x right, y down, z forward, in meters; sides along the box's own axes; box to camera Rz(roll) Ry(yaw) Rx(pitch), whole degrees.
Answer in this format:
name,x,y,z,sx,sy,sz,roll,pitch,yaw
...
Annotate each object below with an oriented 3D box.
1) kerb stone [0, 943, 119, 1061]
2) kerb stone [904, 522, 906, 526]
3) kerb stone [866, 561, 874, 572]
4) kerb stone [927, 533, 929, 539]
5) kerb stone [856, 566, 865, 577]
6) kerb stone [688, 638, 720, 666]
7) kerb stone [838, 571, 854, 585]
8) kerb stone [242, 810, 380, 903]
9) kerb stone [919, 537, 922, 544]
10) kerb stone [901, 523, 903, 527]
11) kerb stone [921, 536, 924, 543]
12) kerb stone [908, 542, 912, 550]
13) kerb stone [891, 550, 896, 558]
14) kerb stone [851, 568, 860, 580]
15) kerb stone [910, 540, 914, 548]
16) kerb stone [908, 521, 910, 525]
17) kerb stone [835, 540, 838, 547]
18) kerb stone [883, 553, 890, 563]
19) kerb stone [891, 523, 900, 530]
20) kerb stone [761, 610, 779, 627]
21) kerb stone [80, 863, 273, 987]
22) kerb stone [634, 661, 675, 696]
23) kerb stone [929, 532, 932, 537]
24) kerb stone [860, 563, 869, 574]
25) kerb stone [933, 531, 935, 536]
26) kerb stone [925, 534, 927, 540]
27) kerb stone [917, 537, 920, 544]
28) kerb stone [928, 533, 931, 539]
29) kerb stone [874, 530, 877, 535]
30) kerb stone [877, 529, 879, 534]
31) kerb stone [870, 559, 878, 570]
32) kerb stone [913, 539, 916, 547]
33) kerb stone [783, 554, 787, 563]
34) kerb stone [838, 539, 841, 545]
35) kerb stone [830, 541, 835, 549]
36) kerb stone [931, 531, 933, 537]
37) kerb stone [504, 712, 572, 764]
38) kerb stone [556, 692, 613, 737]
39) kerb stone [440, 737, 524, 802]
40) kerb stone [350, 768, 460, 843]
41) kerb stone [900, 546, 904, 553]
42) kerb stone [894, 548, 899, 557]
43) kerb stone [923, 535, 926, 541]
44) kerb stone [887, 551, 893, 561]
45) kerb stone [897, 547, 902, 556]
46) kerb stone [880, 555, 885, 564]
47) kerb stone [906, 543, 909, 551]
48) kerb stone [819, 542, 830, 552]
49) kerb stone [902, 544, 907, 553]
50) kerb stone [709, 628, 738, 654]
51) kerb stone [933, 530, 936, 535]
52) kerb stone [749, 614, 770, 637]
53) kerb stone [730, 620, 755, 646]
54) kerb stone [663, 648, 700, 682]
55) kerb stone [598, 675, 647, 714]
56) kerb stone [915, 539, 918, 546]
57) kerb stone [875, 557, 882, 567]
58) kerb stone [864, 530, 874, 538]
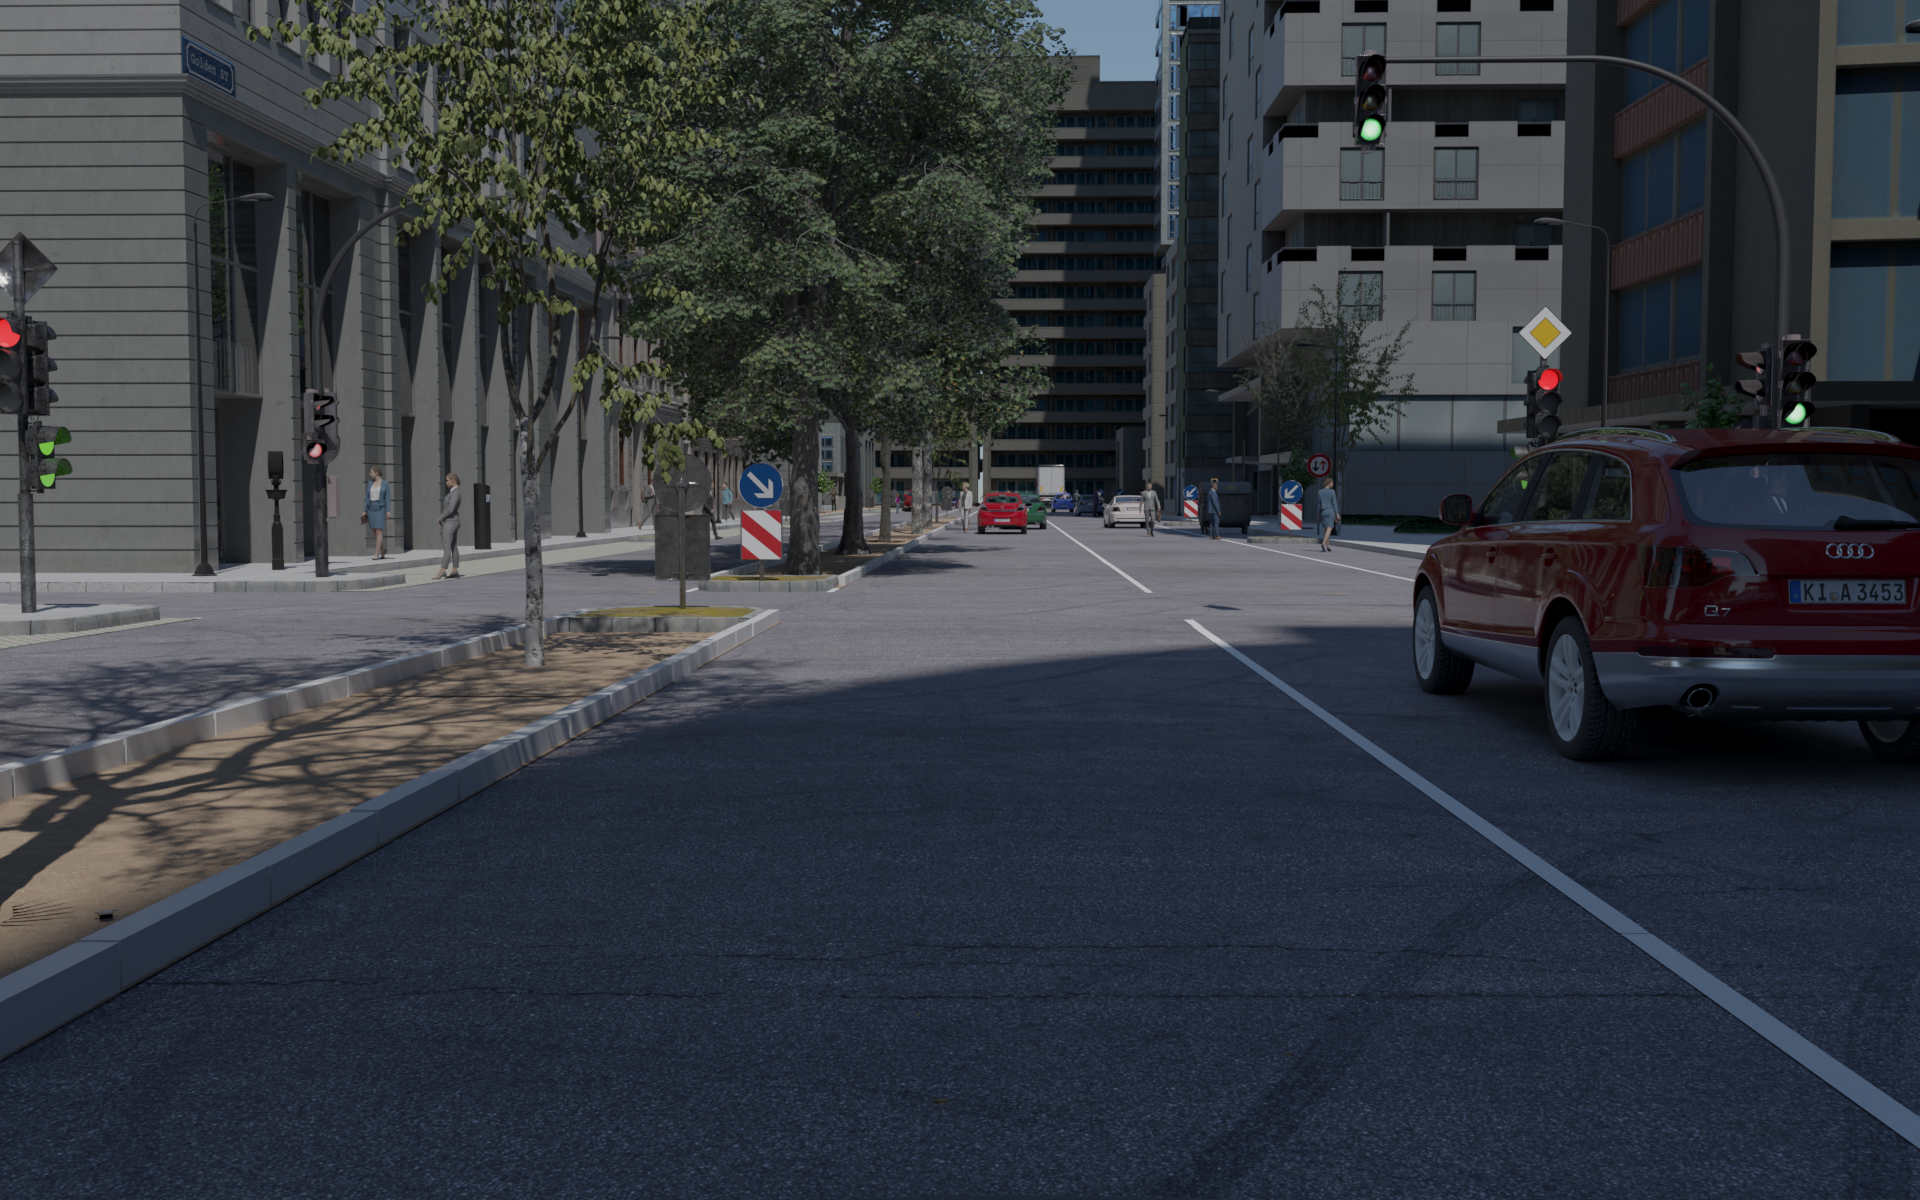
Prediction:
name,x,y,z,sx,sy,sz,roll,pitch,yaw
kerb stone,-2.480,1.085,4.461,0.120,0.150,1.000,0,4,2
kerb stone,-2.573,-3.273,75.713,0.120,0.150,1.000,0,4,2
kerb stone,-1.716,-0.570,31.631,0.120,0.150,1.000,0,4,2
kerb stone,-1.110,-1.888,53.164,0.120,0.150,1.000,0,4,2
kerb stone,-1.773,-0.444,29.582,0.120,0.150,1.000,0,4,2
kerb stone,-2.204,0.458,14.703,0.120,0.150,1.000,0,4,2
kerb stone,-1.836,-0.326,27.528,0.120,0.150,1.000,0,4,2
kerb stone,-2.433,0.964,6.506,0.120,0.150,1.000,0,4,2
kerb stone,-1.226,-1.643,49.065,0.120,0.150,1.000,0,4,2
kerb stone,-2.628,-3.148,73.670,0.120,0.150,1.000,0,4,2
kerb stone,-1.189,-1.706,50.090,0.120,0.150,1.000,0,4,2
kerb stone,-1.367,-1.329,43.933,0.120,0.150,1.000,0,4,2
kerb stone,-1.546,-0.953,37.785,0.120,0.150,1.000,0,4,2
kerb stone,-1.801,-0.389,28.550,0.120,0.150,1.000,0,4,2
kerb stone,-1.345,-1.392,44.960,0.120,0.150,1.000,0,4,2
kerb stone,-2.491,-3.462,78.800,0.120,0.150,1.000,0,4,2
kerb stone,-3.417,-1.458,46.038,0.120,0.150,1.000,0,4,2
kerb stone,-1.599,-0.819,35.742,0.120,0.150,1.000,0,4,2
kerb stone,-2.689,-3.023,71.626,0.120,0.150,1.000,0,4,2
kerb stone,-2.088,0.212,18.814,0.120,0.150,1.000,0,4,2
kerb stone,-2.459,1.022,5.484,0.120,0.150,1.000,0,4,2
kerb stone,-2.256,0.587,12.652,0.120,0.150,1.000,0,4,2
kerb stone,-1.052,-2.020,55.217,0.120,0.150,1.000,0,4,2
kerb stone,-1.752,-0.515,30.609,0.120,0.150,1.000,0,4,2
kerb stone,-0.996,-2.146,57.281,0.120,0.150,1.000,0,4,2
kerb stone,-1.138,-1.829,52.142,0.120,0.150,1.000,0,4,2
kerb stone,-1.256,-1.580,48.031,0.120,0.150,1.000,0,4,2
kerb stone,-1.084,-1.957,54.189,0.120,0.150,1.000,0,4,2
kerb stone,-3.039,-2.272,59.336,0.120,0.150,1.000,0,4,2
kerb stone,-3.013,-2.329,60.359,0.120,0.150,1.000,0,4,2
kerb stone,-1.690,-0.640,32.657,0.120,0.150,1.000,0,4,2
kerb stone,-1.311,-1.453,45.982,0.120,0.150,1.000,0,4,2
kerb stone,-3.705,-0.831,35.800,0.120,0.150,1.000,0,4,2
kerb stone,-3.377,-1.521,47.059,0.120,0.150,1.000,0,4,2
kerb stone,-3.438,-1.393,45.016,0.120,0.150,1.000,0,4,2
kerb stone,-1.027,-2.082,56.249,0.120,0.150,1.000,0,4,2
kerb stone,-2.346,0.774,9.584,0.120,0.150,1.000,0,4,2
kerb stone,-2.316,0.709,10.608,0.120,0.150,1.000,0,4,2
kerb stone,-2.368,0.834,8.559,0.120,0.150,1.000,0,4,2
kerb stone,-2.406,0.896,7.538,0.120,0.150,1.000,0,4,2
kerb stone,-1.463,-1.134,40.863,0.120,0.150,1.000,0,4,2
kerb stone,-1.525,-1.016,38.807,0.120,0.150,1.000,0,4,2
kerb stone,-1.169,-1.769,51.112,0.120,0.150,1.000,0,4,2
kerb stone,-1.577,-0.889,36.763,0.120,0.150,1.000,0,4,2
kerb stone,-1.482,-1.079,39.831,0.120,0.150,1.000,0,4,2
kerb stone,-1.640,-0.760,34.720,0.120,0.150,1.000,0,4,2
kerb stone,-1.403,-1.267,42.912,0.120,0.150,1.000,0,4,2
kerb stone,-3.472,-1.333,43.994,0.120,0.150,1.000,0,4,2
kerb stone,-1.433,-1.204,41.885,0.120,0.150,1.000,0,4,2
kerb stone,-2.176,0.395,15.736,0.120,0.150,1.000,0,4,2
kerb stone,-0.971,-2.208,58.303,0.120,0.150,1.000,0,4,2
kerb stone,-2.106,0.275,17.792,0.120,0.150,1.000,0,4,2
kerb stone,-2.145,0.333,16.759,0.120,0.150,1.000,0,4,2
kerb stone,-2.220,0.521,13.674,0.120,0.150,1.000,0,4,2
kerb stone,-2.285,0.649,11.630,0.120,0.150,1.000,0,4,2
kerb stone,-1.288,-1.516,47.007,0.120,0.150,1.000,0,4,2
kerb stone,-1.666,-0.702,33.679,0.120,0.150,1.000,0,4,2
kerb stone,-3.069,-2.209,58.315,0.120,0.150,1.000,0,4,2
